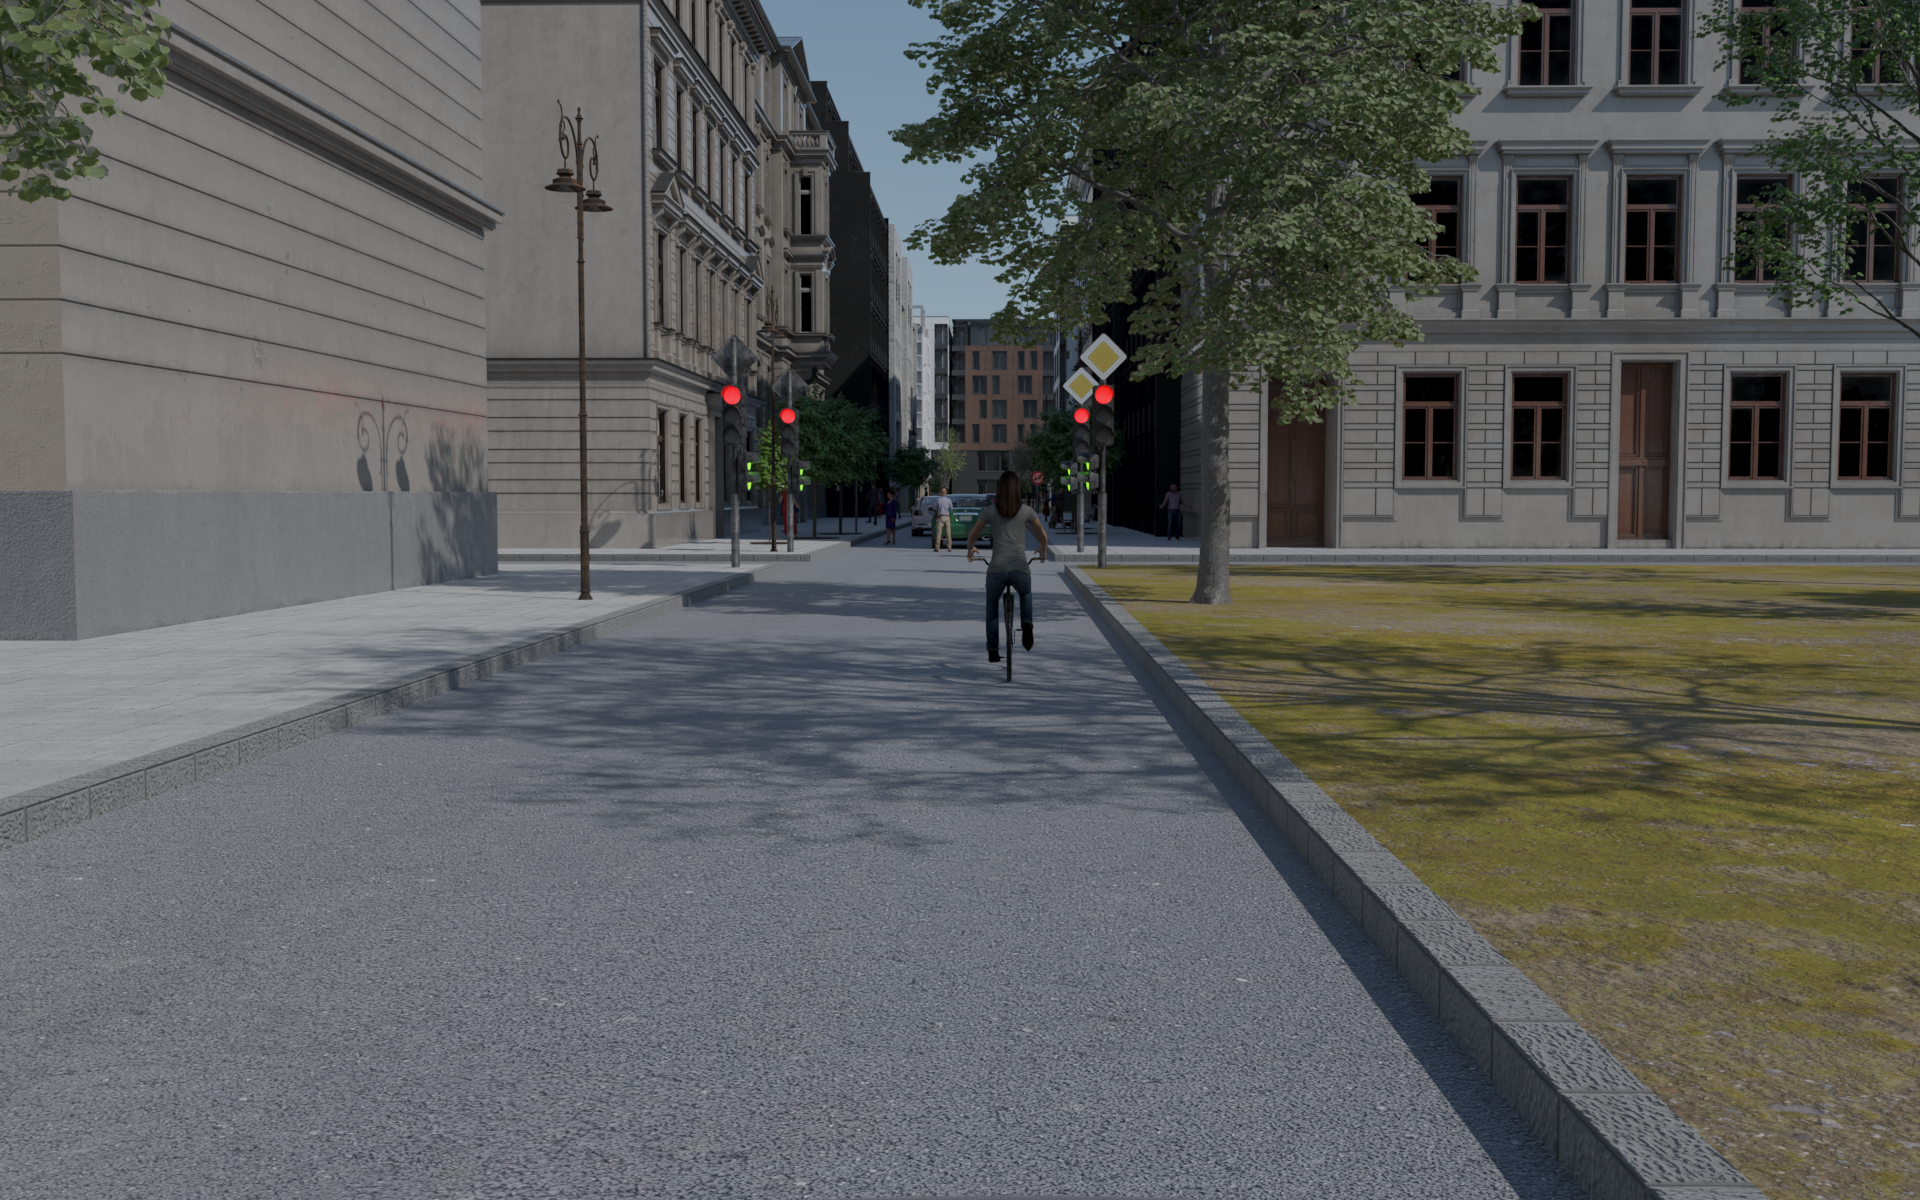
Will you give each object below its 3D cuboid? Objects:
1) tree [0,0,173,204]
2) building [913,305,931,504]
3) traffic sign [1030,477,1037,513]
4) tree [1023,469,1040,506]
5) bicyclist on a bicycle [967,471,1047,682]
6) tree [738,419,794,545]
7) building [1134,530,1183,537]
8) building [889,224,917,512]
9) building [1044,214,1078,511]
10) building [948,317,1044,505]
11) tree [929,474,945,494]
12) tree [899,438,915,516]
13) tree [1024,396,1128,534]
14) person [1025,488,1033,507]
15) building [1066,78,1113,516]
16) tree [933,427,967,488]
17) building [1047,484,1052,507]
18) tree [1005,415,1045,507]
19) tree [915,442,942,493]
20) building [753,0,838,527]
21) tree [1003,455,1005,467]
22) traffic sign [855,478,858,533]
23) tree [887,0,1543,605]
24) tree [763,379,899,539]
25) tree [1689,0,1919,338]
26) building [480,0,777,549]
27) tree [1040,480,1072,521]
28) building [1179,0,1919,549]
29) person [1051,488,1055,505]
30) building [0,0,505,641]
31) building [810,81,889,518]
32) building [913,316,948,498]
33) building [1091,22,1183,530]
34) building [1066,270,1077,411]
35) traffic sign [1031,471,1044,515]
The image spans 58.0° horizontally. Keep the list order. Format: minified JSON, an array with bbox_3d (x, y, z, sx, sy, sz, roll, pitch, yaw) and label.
[{"bbox_3d":[-5.638,-5.459,7.382,7.486,12.596,7.792,0,3,0],"label":"tree"},{"bbox_3d":[-8.871,-19.788,179.958,11.380,20.091,16.016,0,4,1],"label":"building"},{"bbox_3d":[4.384,-6.025,98.614,0.768,2.556,0.104,0,4,7],"label":"traffic sign"},{"bbox_3d":[6.141,-8.645,135.945,1.663,3.219,1.824,0,3,0],"label":"tree"},{"bbox_3d":[0.381,-0.223,13.670,1.499,1.676,1.625,0,4,2],"label":"bicyclist on a bicycle"},{"bbox_3d":[-4.771,-3.045,44.379,1.663,3.219,1.824,0,3,0],"label":"tree"},{"bbox_3d":[12.161,-14.014,58.804,12.332,23.373,15.834,0,4,1],"label":"building"},{"bbox_3d":[-12.320,-16.093,129.585,16.747,18.905,31.486,0,4,1],"label":"building"},{"bbox_3d":[21.579,-18.276,142.789,27.936,21.610,32.646,0,4,1],"label":"building"},{"bbox_3d":[15.566,-22.530,212.337,32.646,21.610,27.936,0,4,1],"label":"building"},{"bbox_3d":[-2.181,-10.480,165.946,1.663,3.219,1.824,0,3,0],"label":"tree"},{"bbox_3d":[-3.798,-4.368,55.131,4.285,4.588,4.351,0,3,0],"label":"tree"},{"bbox_3d":[3.733,-4.400,55.647,4.285,4.588,4.351,0,3,0],"label":"tree"},{"bbox_3d":[6.151,-9.058,154.161,0.705,1.821,1.348,3,4,37],"label":"person"},{"bbox_3d":[14.518,-16.193,98.042,16.112,22.955,30.059,0,4,1],"label":"building"},{"bbox_3d":[-1.339,-14.720,191.026,4.737,8.622,4.395,0,3,0],"label":"tree"},{"bbox_3d":[13.507,-14.159,173.643,9.099,9.664,28.070,0,4,1],"label":"building"},{"bbox_3d":[6.565,-12.982,162.623,4.360,8.622,3.978,0,3,0],"label":"tree"},{"bbox_3d":[-2.738,-7.086,99.569,4.285,4.588,4.351,0,3,0],"label":"tree"},{"bbox_3d":[-12.755,-15.723,76.154,14.460,24.649,34.723,0,4,1],"label":"building"},{"bbox_3d":[6.415,-14.393,185.692,4.360,8.622,3.978,0,3,0],"label":"tree"},{"bbox_3d":[-3.448,-3.510,57.501,0.768,2.556,0.104,0,4,8],"label":"traffic sign"},{"bbox_3d":[2.943,-6.255,20.395,7.486,12.596,7.792,0,3,0],"label":"tree"},{"bbox_3d":[-4.159,-4.030,49.611,4.285,4.588,4.351,0,3,0],"label":"tree"},{"bbox_3d":[14.136,-5.994,23.755,9.928,11.665,9.643,0,3,0],"label":"tree"},{"bbox_3d":[-11.658,-11.295,49.299,10.561,19.102,19.286,0,4,1],"label":"building"},{"bbox_3d":[4.810,-5.411,83.076,1.663,3.219,1.824,0,3,0],"label":"tree"},{"bbox_3d":[16.139,-12.761,44.797,21.152,22.565,11.583,0,4,1],"label":"building"},{"bbox_3d":[6.864,-7.289,126.003,0.721,1.735,1.217,0,4,-2],"label":"person"},{"bbox_3d":[-18.689,-14.291,21.042,23.554,28.519,14.401,0,4,1],"label":"building"},{"bbox_3d":[-10.796,-16.618,101.388,12.332,23.373,15.834,0,4,1],"label":"building"},{"bbox_3d":[-17.357,-22.579,213.144,32.646,21.610,27.936,0,4,1],"label":"building"},{"bbox_3d":[12.324,-15.013,75.141,12.332,23.373,15.834,0,4,1],"label":"building"},{"bbox_3d":[15.545,-16.182,120.992,16.016,20.091,11.380,0,4,1],"label":"building"},{"bbox_3d":[4.246,-5.773,94.490,0.768,2.556,0.104,0,4,5],"label":"traffic sign"}]
